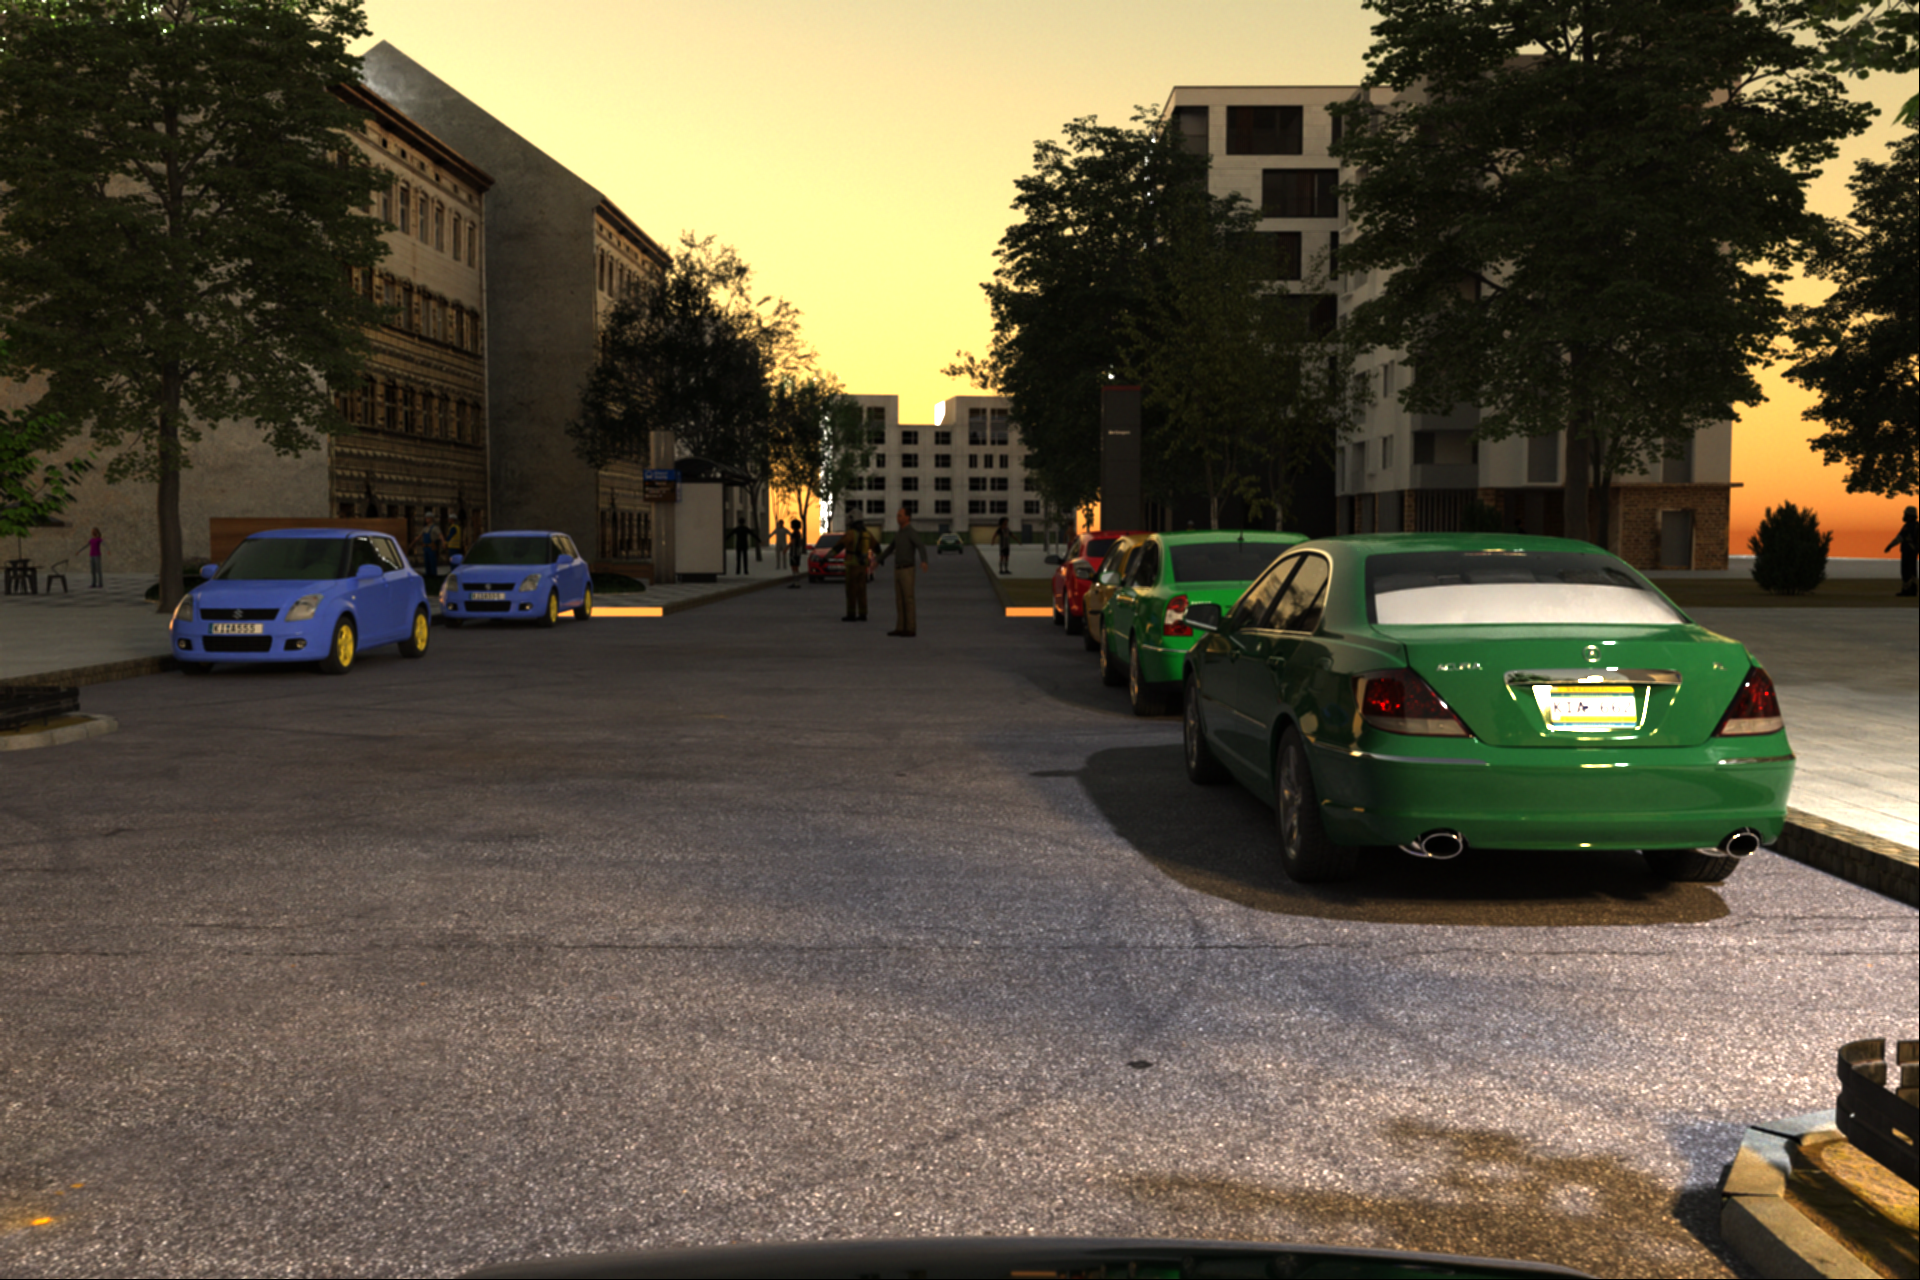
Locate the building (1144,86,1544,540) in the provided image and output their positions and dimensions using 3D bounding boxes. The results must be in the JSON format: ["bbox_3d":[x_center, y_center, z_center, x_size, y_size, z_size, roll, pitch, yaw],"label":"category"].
[{"bbox_3d":[23.866,-15.389,95.580,27.936,21.610,32.646,0,4,1],"label":"building"}]

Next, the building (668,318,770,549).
[{"bbox_3d":[-27.623,-17.769,156.983,16.747,18.905,31.486,0,4,1],"label":"building"}]

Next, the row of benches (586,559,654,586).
[{"bbox_3d":[-9.527,-1.688,43.059,4.104,0.672,1.422,0,4,-6],"label":"row of benches"}]

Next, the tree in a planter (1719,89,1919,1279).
[{"bbox_3d":[2.541,-0.356,3.045,1.991,3.239,1.994,0,4,0],"label":"tree in a planter"}]

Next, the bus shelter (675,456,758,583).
[{"bbox_3d":[-6.921,-3.305,47.963,2.014,3.302,5.546,0,4,0],"label":"bus shelter"}]

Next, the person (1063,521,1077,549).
[{"bbox_3d":[3.795,-3.126,57.921,0.721,1.733,1.217,-2,4,-29],"label":"person"}]

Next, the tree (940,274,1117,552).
[{"bbox_3d":[4.948,-16.551,126.504,12.611,20.169,13.585,0,3,0],"label":"tree"}]

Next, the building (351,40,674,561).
[{"bbox_3d":[-25.528,-15.639,86.632,19.493,23.208,18.063,0,4,0],"label":"building"}]

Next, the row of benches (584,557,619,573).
[{"bbox_3d":[-10.882,-1.873,46.093,4.104,0.672,1.422,-1,4,-17],"label":"row of benches"}]

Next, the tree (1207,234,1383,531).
[{"bbox_3d":[8.285,-5.701,43.568,4.737,8.622,4.395,0,3,0],"label":"tree"}]

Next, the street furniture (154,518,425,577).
[{"bbox_3d":[-19.655,-2.523,48.103,9.812,1.723,11.010,-1,4,-23],"label":"street furniture"}]

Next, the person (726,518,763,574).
[{"bbox_3d":[-6.936,-2.991,55.097,1.347,1.806,0.705,0,4,-7],"label":"person"}]

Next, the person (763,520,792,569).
[{"bbox_3d":[-6.520,-3.488,63.215,1.347,1.806,0.705,0,4,-3],"label":"person"}]

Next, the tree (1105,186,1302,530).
[{"bbox_3d":[5.301,-5.264,36.425,4.737,8.622,4.395,0,3,0],"label":"tree"}]

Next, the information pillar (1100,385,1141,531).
[{"bbox_3d":[2.823,-2.516,30.516,0.750,3.857,0.750,0,4,-2],"label":"information pillar"}]

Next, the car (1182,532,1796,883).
[{"bbox_3d":[2.248,0.198,8.555,2.131,1.459,4.920,0,4,-1],"label":"car"}]

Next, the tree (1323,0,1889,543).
[{"bbox_3d":[8.873,-6.512,24.599,7.486,12.596,7.792,0,3,0],"label":"tree"}]

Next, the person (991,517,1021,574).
[{"bbox_3d":[1.446,-3.032,55.713,1.345,1.843,0.704,-3,5,-45],"label":"person"}]

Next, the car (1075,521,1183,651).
[{"bbox_3d":[2.389,-0.604,20.105,2.015,1.641,3.980,0,4,-1],"label":"car"}]

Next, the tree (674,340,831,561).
[{"bbox_3d":[-9.689,-8.997,81.518,7.601,10.594,8.767,3,5,45],"label":"tree"}]

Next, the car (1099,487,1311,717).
[{"bbox_3d":[2.233,-0.378,14.970,1.959,1.807,4.718,0,4,-1],"label":"car"}]

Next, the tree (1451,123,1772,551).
[{"bbox_3d":[16.534,-7.252,44.319,9.928,11.665,9.643,0,3,0],"label":"tree"}]

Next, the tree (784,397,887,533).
[{"bbox_3d":[-9.556,-12.379,128.155,9.928,11.665,9.643,0,3,0],"label":"tree"}]

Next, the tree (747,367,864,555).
[{"bbox_3d":[-9.857,-11.188,108.680,9.928,11.665,9.643,0,3,0],"label":"tree"}]

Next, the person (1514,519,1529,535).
[{"bbox_3d":[17.099,-2.827,52.937,0.721,1.740,1.216,-3,5,-42],"label":"person"}]

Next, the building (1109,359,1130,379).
[{"bbox_3d":[23.976,-18.459,168.256,16.747,18.905,31.486,0,3,0],"label":"building"}]

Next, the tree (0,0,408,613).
[{"bbox_3d":[-12.650,-6.732,28.190,7.486,12.596,7.792,0,3,0],"label":"tree"}]

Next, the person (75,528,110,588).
[{"bbox_3d":[-20.562,-1.948,41.111,0.991,1.433,0.599,1,4,17],"label":"person"}]

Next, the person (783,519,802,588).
[{"bbox_3d":[-4.389,-2.279,45.868,0.704,1.843,1.345,1,4,10],"label":"person"}]

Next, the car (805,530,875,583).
[{"bbox_3d":[-3.544,-2.634,52.108,2.155,1.783,4.494,0,4,0],"label":"car"}]

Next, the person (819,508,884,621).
[{"bbox_3d":[-1.728,-1.241,28.524,1.354,1.858,0.705,-3,5,-43],"label":"person"}]

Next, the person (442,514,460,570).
[{"bbox_3d":[-13.922,-2.541,47.517,0.705,1.833,1.349,0,4,-2],"label":"person"}]

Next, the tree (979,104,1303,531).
[{"bbox_3d":[5.483,-8.896,52.112,9.857,13.997,8.962,0,3,0],"label":"tree"}]

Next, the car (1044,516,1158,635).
[{"bbox_3d":[2.376,-1.043,26.096,2.155,1.783,4.494,0,4,0],"label":"car"}]

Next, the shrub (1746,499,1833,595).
[{"bbox_3d":[17.463,-1.960,36.473,1.690,2.028,1.600,0,3,0],"label":"shrub"}]

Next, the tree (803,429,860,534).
[{"bbox_3d":[-9.211,-10.370,119.905,4.737,8.622,4.395,0,3,0],"label":"tree"}]

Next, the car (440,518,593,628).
[{"bbox_3d":[-7.037,-1.103,27.618,1.945,1.707,3.694,0,4,0],"label":"car"}]

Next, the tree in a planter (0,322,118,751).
[{"bbox_3d":[-7.125,-0.906,12.033,1.991,3.239,1.994,0,4,0],"label":"tree in a planter"}]

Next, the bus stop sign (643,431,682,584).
[{"bbox_3d":[-7.617,-3.386,44.384,0.837,3.901,0.837,0,4,1],"label":"bus stop sign"}]

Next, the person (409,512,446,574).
[{"bbox_3d":[-13.534,-2.344,44.174,1.347,1.847,0.705,2,4,33],"label":"person"}]

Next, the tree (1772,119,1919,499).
[{"bbox_3d":[27.902,-8.644,47.988,9.857,13.997,8.962,0,3,0],"label":"tree"}]

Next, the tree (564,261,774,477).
[{"bbox_3d":[-9.820,-7.601,58.684,7.601,10.594,8.767,-1,4,-14],"label":"tree"}]

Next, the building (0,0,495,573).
[{"bbox_3d":[-29.698,-14.336,65.316,19.493,23.208,18.063,0,4,1],"label":"building"}]

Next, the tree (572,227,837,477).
[{"bbox_3d":[-10.179,-9.724,69.357,12.009,13.543,11.850,0,3,0],"label":"tree"}]

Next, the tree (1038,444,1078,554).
[{"bbox_3d":[6.542,-9.900,112.223,4.737,8.622,4.395,0,3,0],"label":"tree"}]

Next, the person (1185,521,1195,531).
[{"bbox_3d":[8.425,-3.493,63.578,1.216,1.772,0.721,-1,4,-13],"label":"person"}]

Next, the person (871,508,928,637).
[{"bbox_3d":[-0.798,-0.952,24.289,0.705,1.796,1.348,-2,4,-35],"label":"person"}]

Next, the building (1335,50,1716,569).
[{"bbox_3d":[21.455,-13.309,74.030,16.016,20.090,11.380,0,4,0],"label":"building"}]

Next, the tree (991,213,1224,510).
[{"bbox_3d":[6.057,-9.994,70.065,9.857,13.997,8.962,0,3,0],"label":"tree"}]

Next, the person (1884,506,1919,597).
[{"bbox_3d":[19.535,-1.828,35.671,1.354,1.856,0.705,-2,4,-31],"label":"person"}]

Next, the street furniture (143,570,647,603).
[{"bbox_3d":[-11.753,-1.274,36.449,10.072,0.657,5.734,-2,4,-30],"label":"street furniture"}]

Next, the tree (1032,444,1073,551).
[{"bbox_3d":[6.052,-8.982,97.216,4.737,8.622,4.395,0,3,0],"label":"tree"}]

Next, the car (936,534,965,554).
[{"bbox_3d":[-0.704,-7.001,126.265,2.131,1.459,4.920,0,4,1],"label":"car"}]

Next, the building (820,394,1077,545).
[{"bbox_3d":[-1.912,-21.938,227.606,31.486,18.905,16.747,-1,4,-10],"label":"building"}]

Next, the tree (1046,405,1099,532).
[{"bbox_3d":[5.937,-8.104,82.865,4.737,8.622,4.395,0,3,0],"label":"tree"}]

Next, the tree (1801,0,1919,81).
[{"bbox_3d":[7.992,-5.605,9.762,7.486,12.596,7.792,0,3,0],"label":"tree"}]

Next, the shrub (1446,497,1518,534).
[{"bbox_3d":[10.825,-1.964,36.157,1.661,2.075,1.752,0,3,0],"label":"shrub"}]

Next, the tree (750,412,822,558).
[{"bbox_3d":[-10.150,-8.831,94.756,4.360,8.622,3.978,0,3,0],"label":"tree"}]

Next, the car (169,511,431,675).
[{"bbox_3d":[-7.076,-0.561,18.769,1.945,1.707,3.694,0,4,1],"label":"car"}]

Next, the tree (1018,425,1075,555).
[{"bbox_3d":[5.487,-9.625,107.728,4.360,8.622,3.978,0,3,0],"label":"tree"}]
